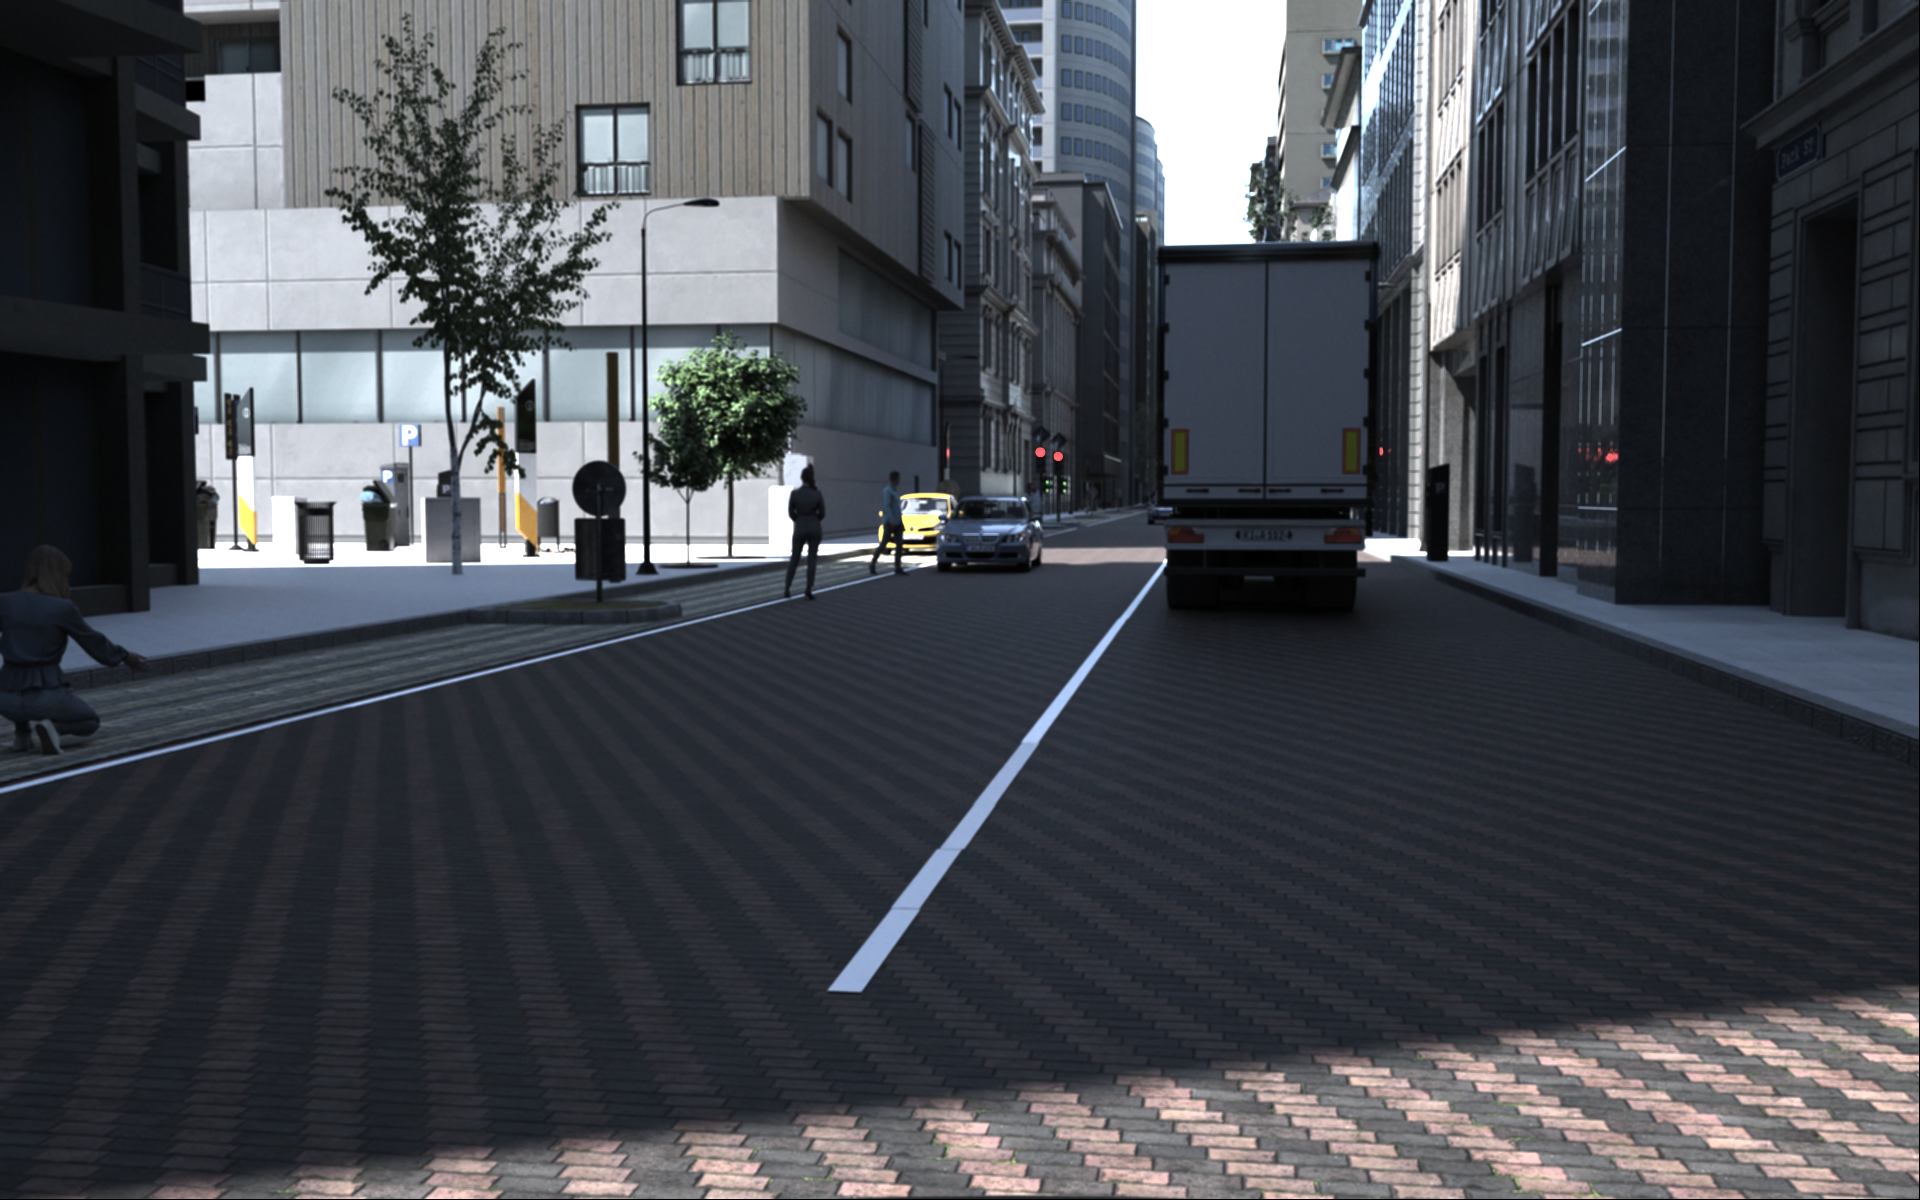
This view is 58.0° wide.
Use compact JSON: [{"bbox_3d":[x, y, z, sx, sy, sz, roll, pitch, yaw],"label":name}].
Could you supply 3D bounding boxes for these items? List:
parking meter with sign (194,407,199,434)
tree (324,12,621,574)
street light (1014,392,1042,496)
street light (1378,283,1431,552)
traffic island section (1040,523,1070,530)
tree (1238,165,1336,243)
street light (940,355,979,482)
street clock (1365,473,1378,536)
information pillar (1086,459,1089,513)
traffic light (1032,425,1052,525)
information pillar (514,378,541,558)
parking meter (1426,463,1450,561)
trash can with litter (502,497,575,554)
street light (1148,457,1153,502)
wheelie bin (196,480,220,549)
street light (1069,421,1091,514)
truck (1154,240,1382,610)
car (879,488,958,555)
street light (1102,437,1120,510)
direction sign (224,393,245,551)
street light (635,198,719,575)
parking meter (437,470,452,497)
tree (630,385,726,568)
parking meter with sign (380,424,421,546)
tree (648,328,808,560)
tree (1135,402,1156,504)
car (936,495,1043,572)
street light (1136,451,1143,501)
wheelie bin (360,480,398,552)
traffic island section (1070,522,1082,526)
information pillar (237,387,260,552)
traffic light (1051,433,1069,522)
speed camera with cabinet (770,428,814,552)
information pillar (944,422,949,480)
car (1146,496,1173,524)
[{"bbox_3d":[-15.733,-2.302,33.895,0.543,3.016,1.738,1,4,19],"label":"parking meter with sign"},{"bbox_3d":[-7.806,-4.714,27.438,4.737,8.622,4.395,0,3,0],"label":"tree"},{"bbox_3d":[3.035,-6.500,78.811,1.470,5.913,1.316,1,4,8],"label":"street light"},{"bbox_3d":[9.766,-4.018,38.240,1.470,5.913,1.316,1,4,8],"label":"street light"},{"bbox_3d":[3.294,-2.976,70.945,2.009,0.180,2.903,1,4,8],"label":"traffic island section"},{"bbox_3d":[19.350,-14.988,100.937,12.611,20.169,13.585,0,3,0],"label":"tree"},{"bbox_3d":[-0.076,-5.235,58.139,1.470,5.913,1.316,1,4,8],"label":"street light"},{"bbox_3d":[12.390,-2.930,52.483,0.471,2.002,0.358,-1,4,-16],"label":"street clock"},{"bbox_3d":[8.569,-7.660,116.595,0.183,3.616,0.504,0,4,0],"label":"information pillar"},{"bbox_3d":[3.332,-5.008,70.804,0.839,4.253,0.868,1,4,8],"label":"traffic light"},{"bbox_3d":[-8.760,-2.669,34.998,0.183,3.616,0.504,3,4,36],"label":"information pillar"},{"bbox_3d":[9.117,-1.674,33.084,0.399,1.863,0.255,0,4,0],"label":"parking meter"},{"bbox_3d":[-8.666,-1.620,37.550,2.233,1.210,1.678,1,4,23],"label":"trash can with litter"},{"bbox_3d":[23.394,-14.923,216.537,1.470,5.913,1.316,1,4,8],"label":"street light"},{"bbox_3d":[-17.653,-1.980,40.286,0.693,1.594,0.980,0,4,1],"label":"wheelie bin"},{"bbox_3d":[7.615,-8.421,110.222,1.470,5.913,1.316,1,4,8],"label":"street light"},{"bbox_3d":[4.275,-2.198,24.850,2.839,4.237,11.283,1,4,9],"label":"truck"},{"bbox_3d":[-0.838,-1.917,41.573,2.015,1.641,3.980,0,4,8],"label":"car"},{"bbox_3d":[12.342,-10.340,141.593,1.470,5.913,1.316,1,4,8],"label":"street light"},{"bbox_3d":[-16.477,-2.894,39.315,0.379,3.537,0.876,0,4,-3],"label":"direction sign"},{"bbox_3d":[-4.470,-3.357,27.431,1.470,5.913,1.316,1,4,8],"label":"street light"},{"bbox_3d":[-11.989,-2.122,40.409,0.399,1.863,0.255,-1,4,-14],"label":"parking meter"},{"bbox_3d":[-4.699,-2.190,30.415,1.663,3.219,1.824,0,3,0],"label":"tree"},{"bbox_3d":[-13.944,-2.837,42.646,0.543,3.016,1.738,1,4,12],"label":"parking meter with sign"},{"bbox_3d":[-4.647,-3.097,34.352,4.285,4.588,4.351,0,3,0],"label":"tree"},{"bbox_3d":[23.557,-19.439,228.197,12.009,13.543,11.850,0,3,0],"label":"tree"},{"bbox_3d":[0.625,-1.317,33.530,2.014,1.417,4.499,0,4,7],"label":"car"},{"bbox_3d":[18.793,-13.047,185.859,1.470,5.913,1.316,1,4,8],"label":"street light"},{"bbox_3d":[-12.999,-1.884,38.716,0.693,1.594,0.980,0,4,-3],"label":"wheelie bin"},{"bbox_3d":[4.466,-3.460,78.844,2.009,0.180,2.903,1,4,8],"label":"traffic island section"},{"bbox_3d":[-15.743,-2.868,38.252,0.504,3.616,0.183,2,4,31],"label":"information pillar"},{"bbox_3d":[4.504,-5.491,78.703,0.839,4.253,0.868,1,4,8],"label":"traffic light"},{"bbox_3d":[-3.800,-2.749,39.274,0.660,3.252,2.038,0,4,8],"label":"speed camera with cabinet"},{"bbox_3d":[-0.426,-3.957,56.052,0.183,3.616,0.504,0,4,7],"label":"information pillar"},{"bbox_3d":[10.005,-4.385,83.701,2.014,1.417,4.499,1,4,8],"label":"car"}]
